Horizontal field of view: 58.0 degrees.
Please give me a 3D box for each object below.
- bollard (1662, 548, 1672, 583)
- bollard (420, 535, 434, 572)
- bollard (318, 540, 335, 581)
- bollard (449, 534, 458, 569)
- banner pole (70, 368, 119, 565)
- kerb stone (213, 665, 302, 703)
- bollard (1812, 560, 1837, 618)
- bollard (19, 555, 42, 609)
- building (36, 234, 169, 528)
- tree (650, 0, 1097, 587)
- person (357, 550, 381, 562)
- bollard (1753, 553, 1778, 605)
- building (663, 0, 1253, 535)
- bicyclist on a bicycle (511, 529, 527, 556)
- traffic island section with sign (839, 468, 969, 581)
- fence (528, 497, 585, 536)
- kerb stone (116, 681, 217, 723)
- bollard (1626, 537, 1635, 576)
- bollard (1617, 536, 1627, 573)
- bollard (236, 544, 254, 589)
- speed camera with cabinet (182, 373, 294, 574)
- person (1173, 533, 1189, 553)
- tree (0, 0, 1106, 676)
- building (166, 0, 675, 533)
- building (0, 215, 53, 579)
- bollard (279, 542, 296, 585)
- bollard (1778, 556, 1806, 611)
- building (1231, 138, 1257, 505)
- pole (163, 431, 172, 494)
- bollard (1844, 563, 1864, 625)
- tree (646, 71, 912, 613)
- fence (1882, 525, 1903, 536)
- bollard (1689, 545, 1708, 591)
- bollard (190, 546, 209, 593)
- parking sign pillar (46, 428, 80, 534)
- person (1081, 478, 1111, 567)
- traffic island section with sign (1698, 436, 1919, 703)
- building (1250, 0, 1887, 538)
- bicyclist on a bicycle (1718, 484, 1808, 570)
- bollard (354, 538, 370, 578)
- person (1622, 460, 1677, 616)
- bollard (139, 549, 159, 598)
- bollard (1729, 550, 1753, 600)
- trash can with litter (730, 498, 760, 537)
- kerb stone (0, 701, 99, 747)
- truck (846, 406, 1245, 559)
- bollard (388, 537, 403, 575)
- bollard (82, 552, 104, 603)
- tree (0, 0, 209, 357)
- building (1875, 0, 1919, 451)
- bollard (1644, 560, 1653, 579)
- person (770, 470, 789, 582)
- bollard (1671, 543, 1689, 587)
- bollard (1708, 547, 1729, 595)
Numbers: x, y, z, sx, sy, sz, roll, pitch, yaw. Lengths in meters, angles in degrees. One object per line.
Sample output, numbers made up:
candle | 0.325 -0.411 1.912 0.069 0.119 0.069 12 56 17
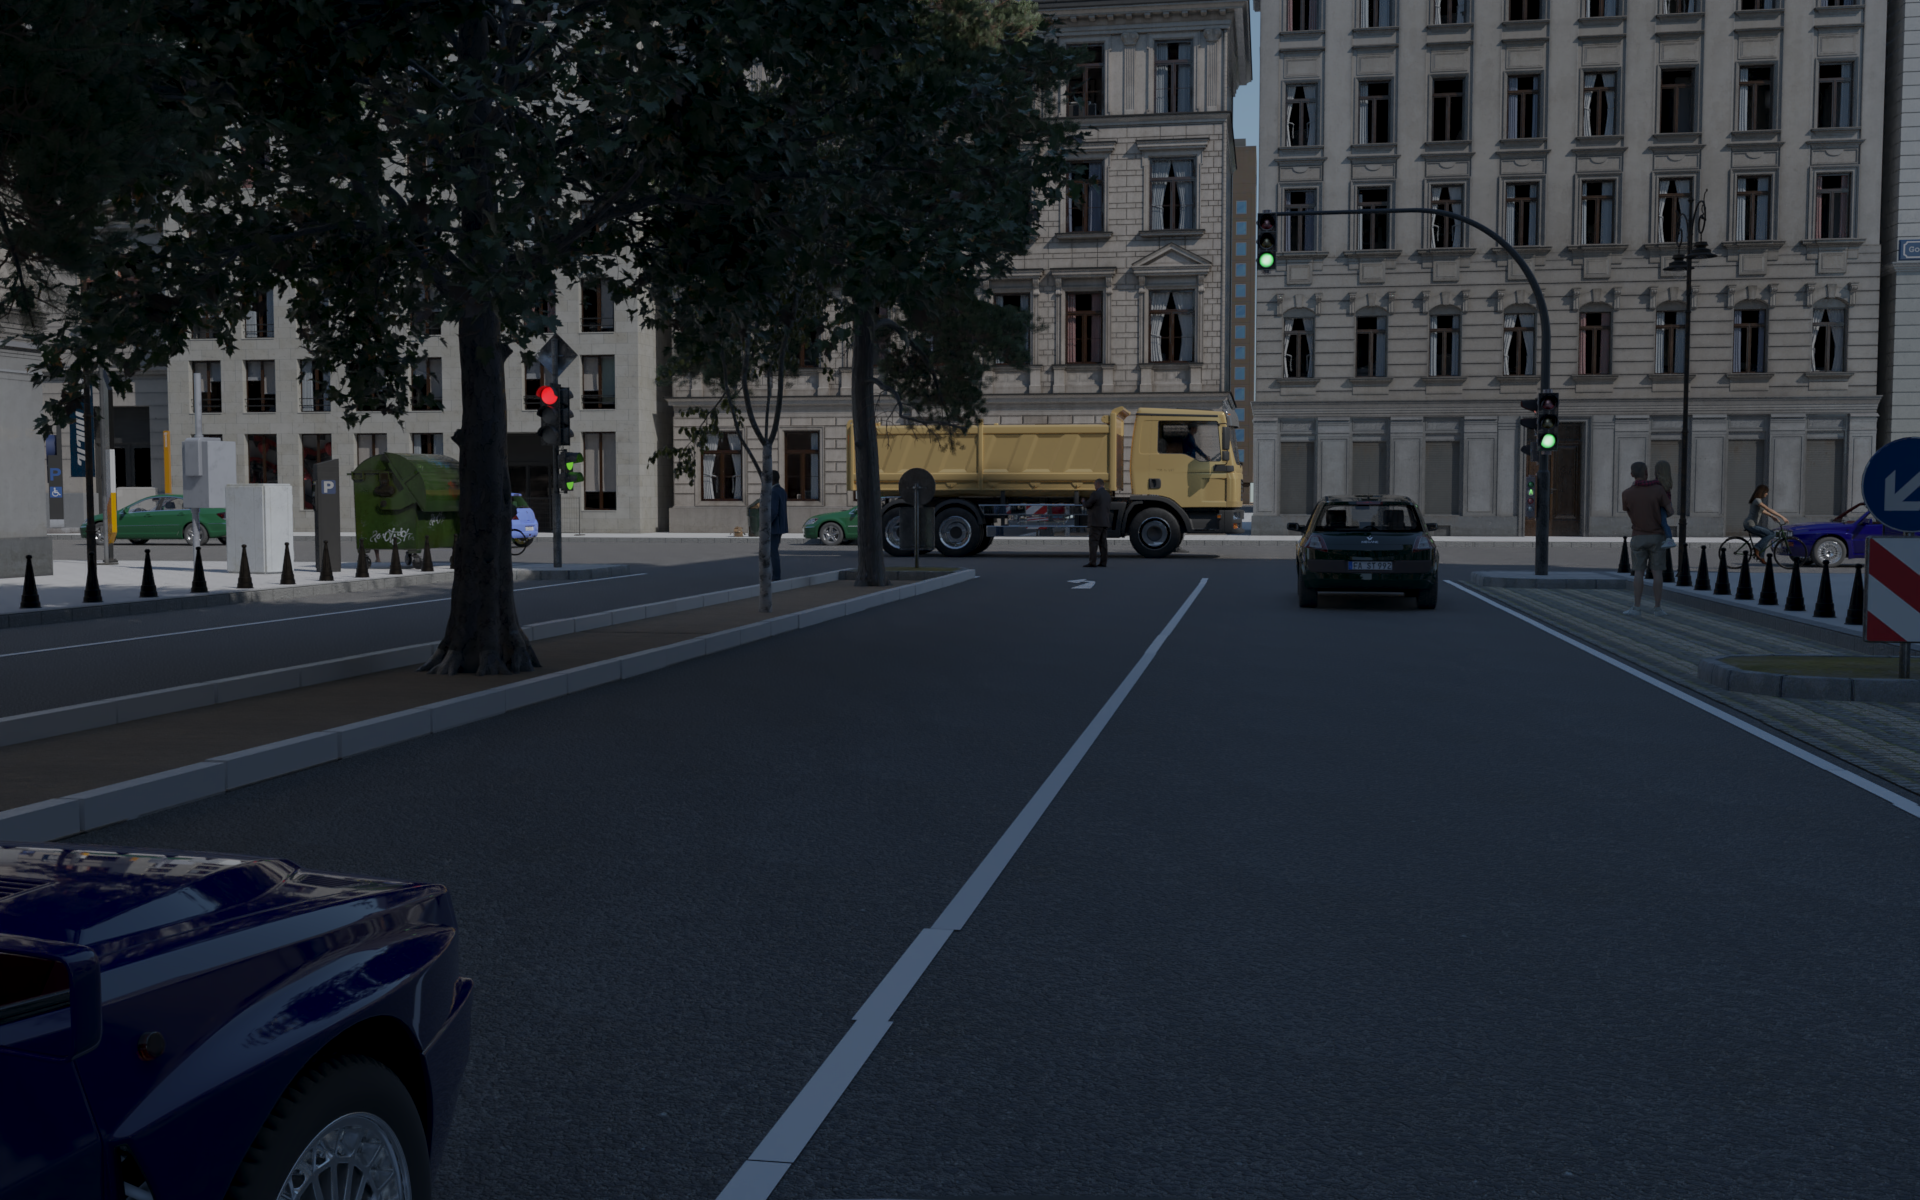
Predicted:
bollard | 10.274 -0.556 25.135 0.229 0.601 0.229 0 3 0
bollard | -8.817 -0.772 28.656 0.229 0.601 0.229 0 3 0
bollard | -9.367 -0.584 25.592 0.229 0.601 0.229 0 3 0
bollard | -8.639 -0.834 29.674 0.229 0.601 0.229 0 3 0
banner pole | -15.722 -2.528 31.343 0.863 3.779 0.401 0 4 5
kerb stone | -5.014 0.607 12.275 0.120 0.150 1.000 1 4 10
bollard | 9.004 -0.121 18.021 0.229 0.601 0.229 0 3 0
bollard | -10.462 -0.210 19.477 0.229 0.601 0.229 0 3 0
building | -37.203 -17.145 67.716 23.554 28.519 14.401 1 4 10
tree | -1.466 -6.241 26.559 6.751 12.117 7.091 0 3 0
person | -11.734 -1.572 34.435 0.641 1.798 0.478 2 4 27
bollard | 9.362 -0.245 20.044 0.229 0.601 0.229 0 3 0
building | 0.173 -11.923 59.561 19.286 19.102 10.561 1 4 10
bicyclist on a bicycle | -10.839 -1.853 40.322 1.625 1.676 1.499 1 4 12
traffic island section with sign | -0.860 -1.305 29.475 2.006 1.907 1.989 1 4 10
fence | -12.787 -2.603 53.759 2.264 1.192 0.480 1 4 12
kerb stone | -5.201 0.669 11.257 0.120 0.150 1.000 1 4 10
bollard | 10.636 -0.680 27.166 0.229 0.601 0.229 0 3 0
bollard | 10.816 -0.742 28.179 0.229 0.601 0.229 0 3 0
bollard | -9.732 -0.460 23.559 0.229 0.601 0.229 0 3 0
speed camera with cabinet | -11.790 -2.074 28.250 2.038 3.252 0.660 2 4 30
person | 5.361 -2.070 42.472 0.434 1.807 0.598 -1 4 -14
tree | -3.834 -5.770 13.805 9.611 12.733 9.660 0 3 0
building | -17.720 -12.684 62.129 16.860 20.320 10.420 1 4 10
building | -23.913 -10.673 23.654 18.267 20.994 9.793 1 4 10
bollard | -9.546 -0.522 24.578 0.229 0.601 0.229 0 3 0
bollard | 9.184 -0.183 19.032 0.229 0.601 0.229 0 3 0
building | 30.025 -34.763 218.479 14.200 45.320 14.600 1 4 10
pole | -25.587 -3.799 55.957 0.158 3.312 0.155 0 3 0
bollard | 8.819 -0.059 17.011 0.229 0.601 0.229 0 3 0
tree | -2.318 -4.160 20.843 4.360 8.622 3.978 0 3 0
fence | 10.386 -0.493 19.267 0.480 1.192 2.264 1 4 22
bollard | 9.910 -0.431 23.094 0.229 0.601 0.229 0 3 0
bollard | -9.910 -0.398 22.548 0.229 0.601 0.229 0 3 0
parking sign pillar | -29.526 -4.163 56.536 1.447 3.967 1.447 -2 4 -27
person | 2.662 -1.520 34.032 0.600 1.739 0.565 1 4 16
traffic island section with sign | 6.612 -0.252 12.756 1.989 1.847 2.006 1 4 10
building | 18.571 -12.635 55.732 18.267 20.994 9.793 1 4 10
bicyclist on a bicycle | 15.276 -1.401 32.920 1.625 1.676 1.499 1 4 9
bollard | -9.187 -0.646 26.603 0.229 0.601 0.229 0 3 0
person | 8.129 -0.727 20.359 0.580 1.828 0.573 -1 4 -17
bollard | -10.094 -0.336 21.532 0.229 0.601 0.229 0 3 0
bollard | 9.544 -0.307 21.054 0.229 0.601 0.229 0 3 0
trash can with litter | -6.341 -2.470 51.778 1.055 1.170 0.624 -1 4 -14
kerb stone | -5.373 0.731 10.247 0.120 0.150 1.000 1 4 10
truck | 2.418 -2.686 39.837 9.791 3.379 3.469 1 4 9
bollard | -9.005 -0.708 27.624 0.229 0.601 0.229 0 3 0
bollard | -10.276 -0.273 20.506 0.229 0.601 0.229 0 3 0
tree | -5.375 -4.953 5.496 6.751 12.117 7.091 0 3 0
building | 42.383 -16.795 52.089 29.804 29.767 11.434 1 4 10
bollard | 10.458 -0.618 26.145 0.229 0.601 0.229 0 3 0
person | -2.858 -1.103 26.715 0.419 1.800 0.721 0 4 1
bollard | 10.089 -0.493 24.105 0.229 0.601 0.229 0 3 0
bollard | 9.728 -0.370 22.084 0.229 0.601 0.229 0 3 0
